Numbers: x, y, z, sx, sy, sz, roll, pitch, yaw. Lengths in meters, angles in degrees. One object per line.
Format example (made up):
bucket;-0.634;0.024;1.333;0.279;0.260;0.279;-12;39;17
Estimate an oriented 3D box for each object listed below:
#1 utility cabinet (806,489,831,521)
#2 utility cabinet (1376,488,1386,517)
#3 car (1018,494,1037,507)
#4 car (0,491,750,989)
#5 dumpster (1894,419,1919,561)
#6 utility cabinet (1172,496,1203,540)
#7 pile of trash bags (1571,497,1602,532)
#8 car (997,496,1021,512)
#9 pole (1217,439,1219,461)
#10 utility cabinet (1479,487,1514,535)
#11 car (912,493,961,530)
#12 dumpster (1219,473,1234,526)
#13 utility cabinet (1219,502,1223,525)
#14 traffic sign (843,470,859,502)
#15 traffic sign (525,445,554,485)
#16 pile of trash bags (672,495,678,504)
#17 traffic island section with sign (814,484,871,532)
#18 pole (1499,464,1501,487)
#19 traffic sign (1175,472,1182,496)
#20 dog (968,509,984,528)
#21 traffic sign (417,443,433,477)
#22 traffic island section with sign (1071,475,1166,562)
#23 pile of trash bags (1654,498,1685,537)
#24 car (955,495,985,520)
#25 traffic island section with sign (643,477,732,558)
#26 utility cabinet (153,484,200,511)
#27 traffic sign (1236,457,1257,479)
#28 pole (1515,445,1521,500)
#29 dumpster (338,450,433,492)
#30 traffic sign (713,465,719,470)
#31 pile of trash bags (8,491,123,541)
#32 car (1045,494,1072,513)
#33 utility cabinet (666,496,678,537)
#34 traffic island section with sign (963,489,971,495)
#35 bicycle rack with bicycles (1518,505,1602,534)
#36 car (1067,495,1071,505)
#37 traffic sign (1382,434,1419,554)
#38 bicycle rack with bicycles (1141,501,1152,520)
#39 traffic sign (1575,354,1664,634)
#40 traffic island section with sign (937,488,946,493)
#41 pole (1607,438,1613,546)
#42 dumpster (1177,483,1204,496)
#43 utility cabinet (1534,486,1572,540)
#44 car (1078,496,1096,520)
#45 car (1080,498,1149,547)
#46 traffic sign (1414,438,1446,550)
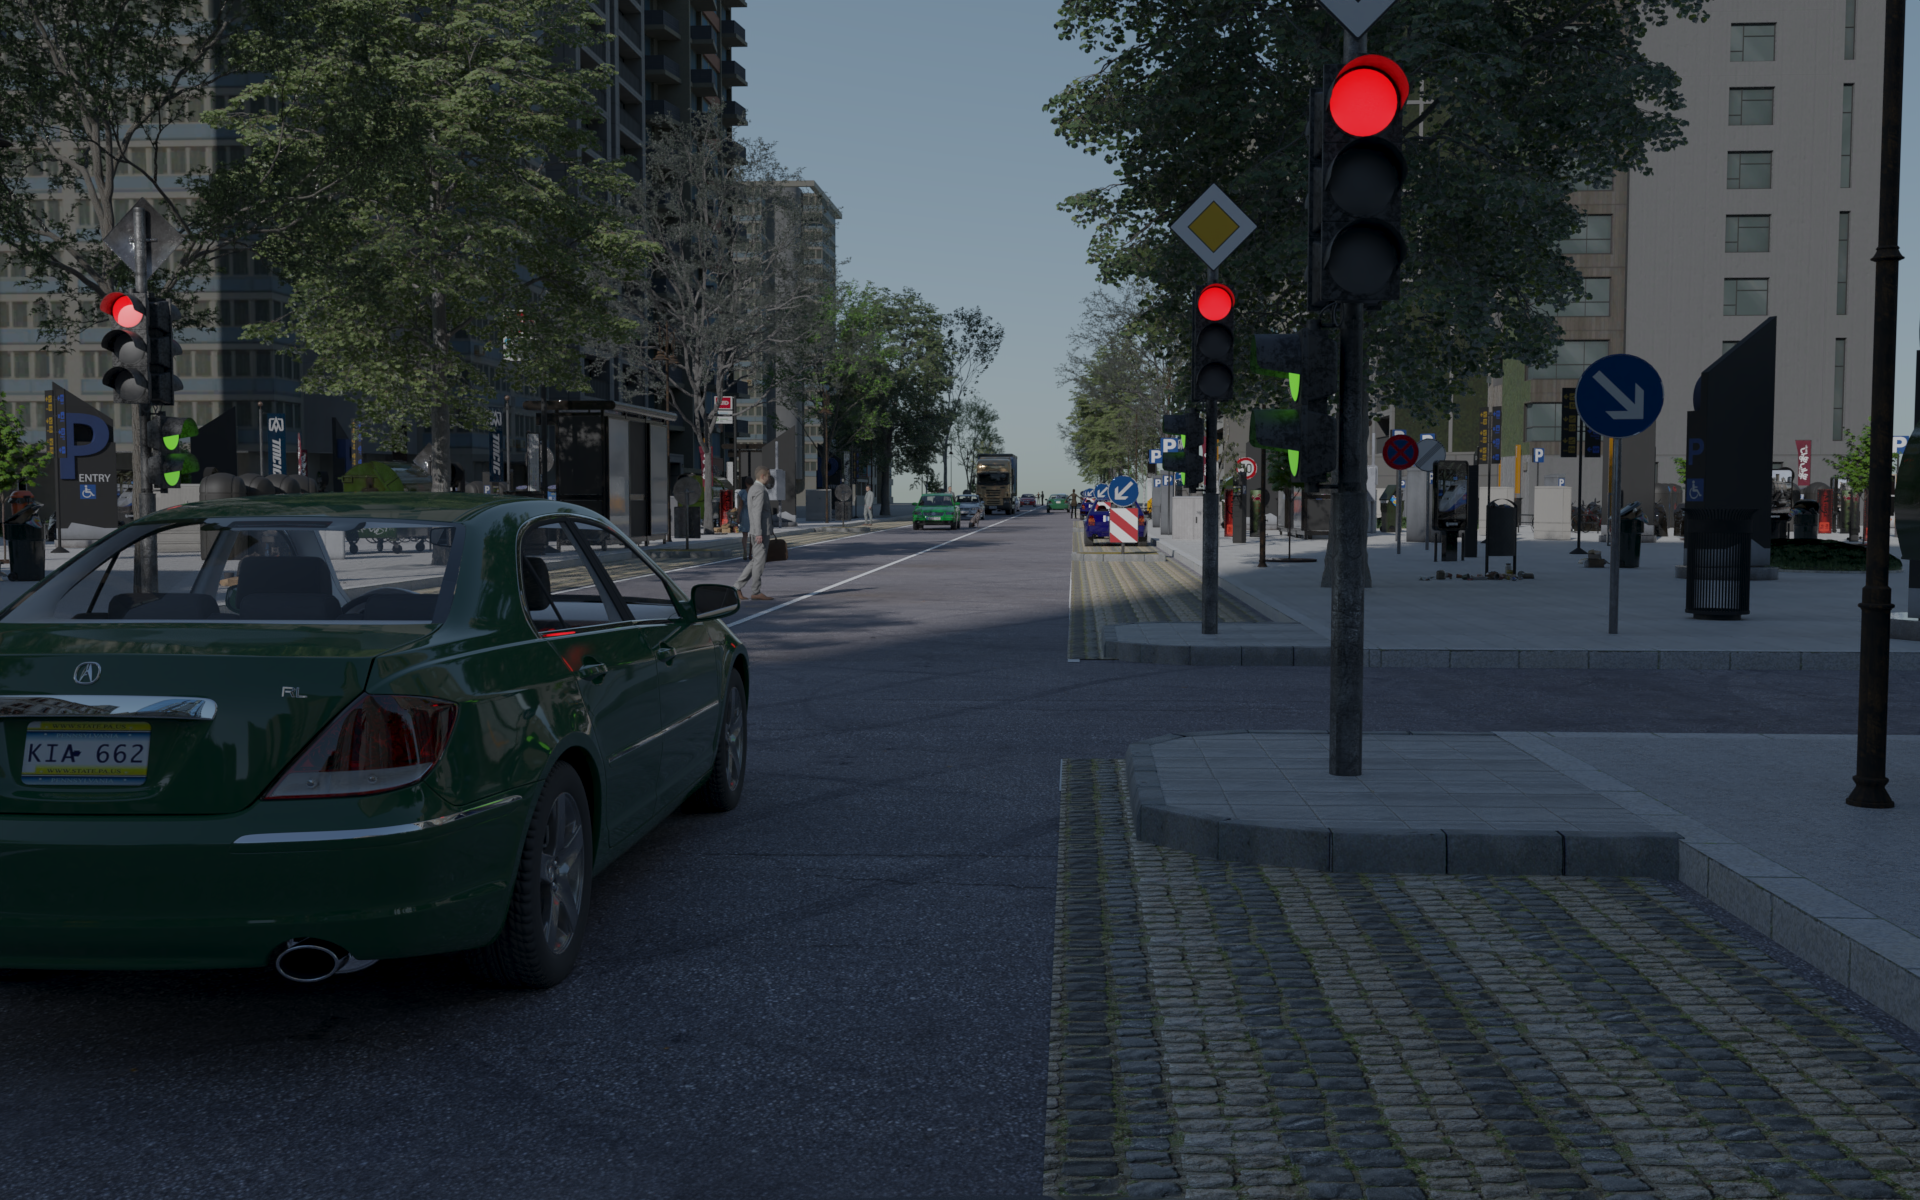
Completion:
utility cabinet;-6.647;-4.444;81.341;1.173;1.500;0.318;0;4;6
utility cabinet;16.645;-3.612;67.742;1.173;1.500;0.318;0;4;2
car;7.610;-11.322;194.158;2.155;1.783;4.494;0;4;5
car;-1.985;0.325;6.483;2.131;1.459;4.920;0;4;3
dumpster;4.933;-0.269;6.891;1.502;2.255;1.985;0;4;4
utility cabinet;6.534;-2.315;49.009;1.020;1.237;0.306;1;4;21
pile of trash bags;21.332;-3.121;60.788;1.912;1.369;3.447;0;4;-1
car;4.010;-7.985;142.919;2.083;1.381;4.827;0;4;2
pole;9.550;-4.336;64.742;0.158;3.312;0.155;0;3;0
utility cabinet;16.416;-2.710;52.984;0.318;1.500;1.173;-2;4;-26
car;-0.934;-3.762;70.297;1.959;1.807;4.718;0;4;3
dumpster;10.602;-3.875;65.852;1.502;2.255;1.985;0;4;4
utility cabinet;10.800;-3.752;70.024;1.173;1.500;0.318;3;4;37
traffic sign;-5.799;-5.637;92.172;0.884;2.594;0.081;0;4;7
traffic sign;-10.838;-2.722;44.615;0.768;2.556;0.104;0;4;5
pile of trash bags;-13.318;-4.132;77.306;1.912;1.369;3.447;0;4;1
traffic island section with sign;-4.467;-3.529;66.324;1.989;1.847;2.006;0;4;4
pole;27.978;-5.858;89.627;0.158;3.312;0.155;0;3;0
traffic sign;7.743;-3.793;62.116;0.768;2.556;0.104;1;4;13
dog;0.579;-3.477;73.679;0.513;0.831;0.800;-3;4;-38
traffic sign;-11.952;-2.315;39.034;0.795;2.450;0.064;1;4;9
traffic island section with sign;3.407;-1.764;37.464;1.989;1.847;2.006;0;4;4
pile of trash bags;22.169;-2.598;52.236;3.447;1.369;1.912;2;4;28
car;0.395;-5.142;96.075;2.014;1.417;4.499;0;4;5
traffic island section with sign;-6.257;-1.878;39.339;1.989;1.847;2.006;0;4;4
utility cabinet;-17.081;-1.792;37.984;1.173;1.500;0.318;-2;4;-28
traffic sign;9.870;-3.656;59.884;0.768;2.556;0.104;0;4;8
pole;23.125;-4.770;71.839;0.158;3.312;0.155;0;3;0
dumpster;-12.489;-2.158;37.783;1.502;2.255;1.985;0;4;4
traffic sign;-10.753;-4.574;74.894;0.768;2.556;0.104;0;4;5
pile of trash bags;-23.984;-2.267;46.811;1.912;1.369;3.447;2;4;28
car;7.639;-7.501;134.446;2.131;1.459;4.920;0;4;3
utility cabinet;-8.975;-2.517;52.318;0.306;1.237;1.020;2;4;35
traffic island section with sign;0.597;-8.204;142.761;1.989;1.847;2.006;0;4;4
bicycle rack with bicycles;19.710;-2.671;57.058;2.852;0.926;2.925;-1;4;-18
car;13.108;-12.690;219.845;2.083;1.381;4.827;0;4;5
traffic sign;9.372;-2.251;36.916;0.768;2.556;0.104;1;4;9
bicycle rack with bicycles;9.970;-4.320;84.014;2.925;0.926;2.852;-1;4;-22
traffic sign;5.998;-0.961;15.826;0.768;2.556;0.104;1;4;13
traffic island section with sign;-1.200;-6.556;115.819;1.989;1.847;2.006;0;4;4
pole;16.037;-2.983;42.613;0.158;3.312;0.155;0;3;0
dumpster;9.365;-3.990;71.000;1.264;1.857;1.865;0;4;4
utility cabinet;16.586;-2.433;48.460;0.318;1.500;1.173;-1;4;-21
car;7.553;-5.156;96.882;1.945;1.354;3.894;0;4;4
car;4.316;-2.184;48.293;1.945;1.354;3.894;0;4;4
traffic sign;10.705;-2.417;39.618;0.768;2.556;0.104;1;4;9
